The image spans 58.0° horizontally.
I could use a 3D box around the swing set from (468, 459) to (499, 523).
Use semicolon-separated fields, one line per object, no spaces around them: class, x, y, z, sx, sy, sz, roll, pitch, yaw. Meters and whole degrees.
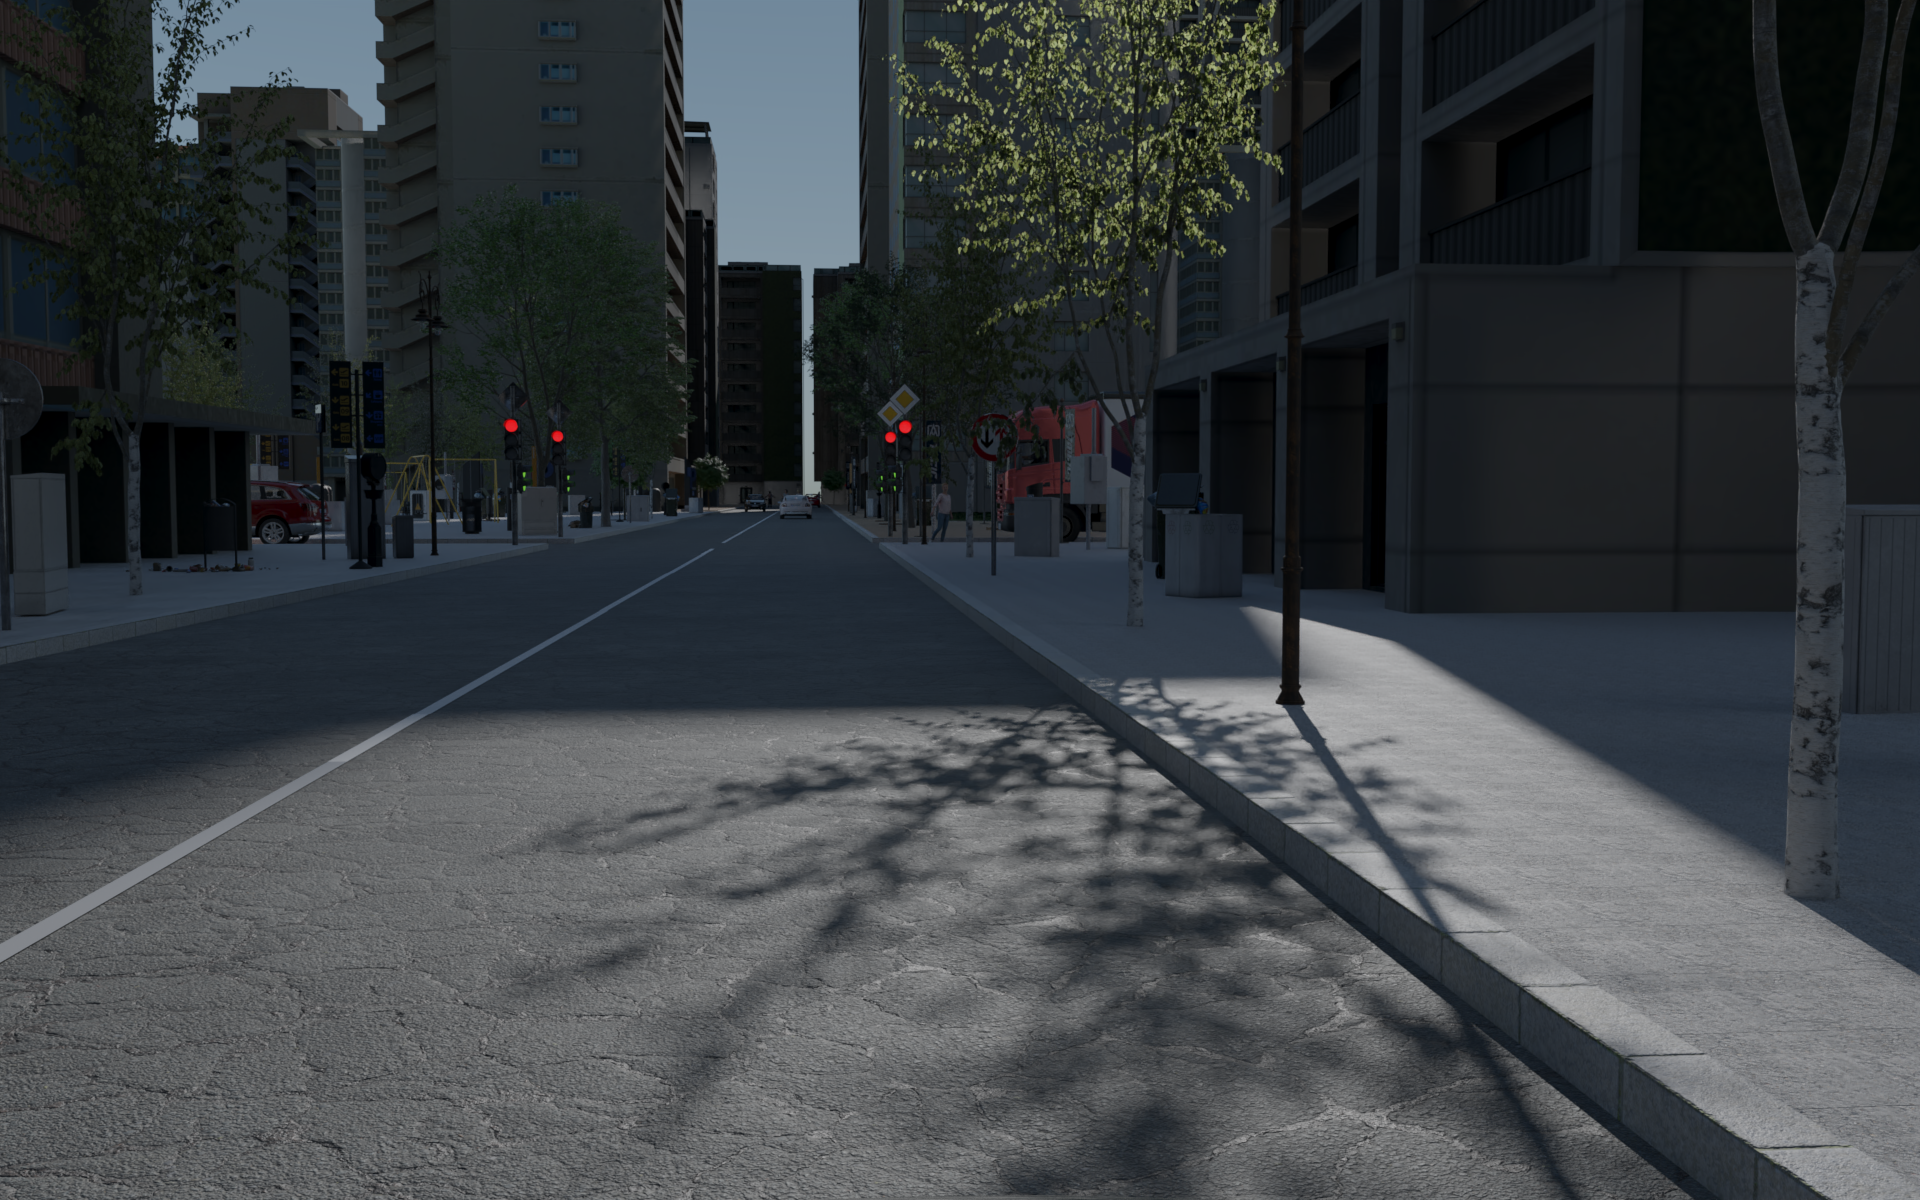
swing set;-21.965;-4.855;76.997;3.119;2.851;2.862;-1;4;-18

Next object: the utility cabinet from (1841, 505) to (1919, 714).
utility cabinet;5.691;0.054;10.276;1.020;1.237;0.306;-1;4;-12

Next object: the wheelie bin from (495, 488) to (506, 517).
wheelie bin;-25.552;-5.390;96.039;0.693;1.594;0.980;-2;4;-35

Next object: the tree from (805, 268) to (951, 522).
tree;-3.540;-9.475;80.669;9.928;11.665;9.643;0;3;0

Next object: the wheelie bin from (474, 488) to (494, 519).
wheelie bin;-24.278;-4.903;88.071;0.693;1.594;0.980;0;4;5

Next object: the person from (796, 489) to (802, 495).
person;-10.365;-6.363;113.210;0.598;1.740;0.731;3;5;43

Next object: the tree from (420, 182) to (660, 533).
tree;-13.805;-8.040;57.205;9.928;11.665;9.643;0;3;0

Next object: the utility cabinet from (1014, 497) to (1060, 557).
utility cabinet;1.585;-1.498;35.661;1.020;1.237;0.306;3;5;44

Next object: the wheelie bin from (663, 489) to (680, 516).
wheelie bin;-16.573;-5.599;99.452;0.980;1.594;0.693;0;4;-5

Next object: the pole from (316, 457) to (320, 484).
pole;-35.379;-6.219;95.530;0.158;3.312;0.155;0;3;0

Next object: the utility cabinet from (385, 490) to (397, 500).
utility cabinet;-29.529;-4.946;89.544;0.318;1.500;1.173;0;4;6

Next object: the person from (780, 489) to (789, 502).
person;-12.251;-6.834;120.586;0.716;1.782;0.532;2;4;32

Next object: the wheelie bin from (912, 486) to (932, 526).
wheelie bin;-1.525;-3.802;70.063;0.980;1.594;0.693;-1;4;-10

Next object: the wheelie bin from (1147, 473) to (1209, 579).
wheelie bin;3.315;-1.122;26.250;0.980;1.594;0.693;1;4;21

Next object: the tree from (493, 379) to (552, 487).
tree;-26.507;-9.552;106.537;4.360;8.622;3.978;0;3;0

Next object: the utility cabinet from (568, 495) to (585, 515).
utility cabinet;-23.451;-5.798;105.952;1.020;1.237;0.306;-3;5;-42

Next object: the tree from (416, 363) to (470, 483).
tree;-30.007;-9.047;98.277;4.360;8.622;3.978;0;3;0

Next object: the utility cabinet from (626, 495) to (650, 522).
utility cabinet;-15.074;-4.276;81.072;1.020;1.237;0.306;0;4;8

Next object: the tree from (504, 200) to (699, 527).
tree;-14.300;-9.146;67.658;7.486;12.596;7.792;0;3;0

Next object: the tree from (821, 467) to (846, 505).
tree;-14.890;-13.493;204.331;4.285;4.588;4.351;0;3;0

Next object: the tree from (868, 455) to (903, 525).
tree;-2.829;-4.788;72.887;1.663;3.219;1.824;0;3;0

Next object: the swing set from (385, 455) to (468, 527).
swing set;-21.852;-4.439;70.191;2.862;2.851;3.119;-2;4;-28

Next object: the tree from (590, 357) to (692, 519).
tree;-16.123;-8.578;90.612;4.737;8.622;4.395;0;3;0

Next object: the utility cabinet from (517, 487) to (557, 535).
utility cabinet;-13.036;-2.739;53.461;1.173;1.500;0.318;-3;4;-39

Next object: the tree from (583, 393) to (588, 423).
tree;-19.273;-9.032;98.030;4.737;8.622;4.395;0;3;0

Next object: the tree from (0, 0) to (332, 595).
tree;-10.437;-4.383;22.022;4.737;8.622;4.395;0;3;0

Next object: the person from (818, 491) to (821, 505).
person;-16.213;-11.639;199.461;0.621;1.740;0.551;-1;4;-17

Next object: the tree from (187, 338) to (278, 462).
tree;-34.166;-8.024;81.560;4.360;8.622;3.978;0;3;0

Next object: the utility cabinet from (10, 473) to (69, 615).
utility cabinet;-9.893;-0.607;18.610;0.318;1.500;1.173;-1;4;-17

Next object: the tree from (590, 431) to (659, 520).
tree;-16.348;-6.182;84.782;4.285;4.588;4.351;0;3;0

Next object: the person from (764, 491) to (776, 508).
person;-20.205;-10.697;184.127;1.217;1.736;0.721;-1;4;-17

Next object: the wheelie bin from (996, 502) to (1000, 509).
wheelie bin;1.856;-3.972;72.848;0.693;1.594;0.980;1;4;13

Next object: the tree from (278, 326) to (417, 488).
tree;-26.628;-7.653;75.488;4.360;8.622;3.978;0;3;0

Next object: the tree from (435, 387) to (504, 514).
tree;-33.138;-10.023;114.244;4.737;8.622;4.395;0;3;0

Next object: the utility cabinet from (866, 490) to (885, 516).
utility cabinet;-4.822;-5.577;99.862;1.173;1.500;0.318;-1;4;-20

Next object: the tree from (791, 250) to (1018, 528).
tree;-1.920;-8.038;65.833;8.767;10.594;7.601;-1;4;-18

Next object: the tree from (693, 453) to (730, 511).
tree;-19.643;-9.259;135.098;4.285;4.588;4.351;0;3;0

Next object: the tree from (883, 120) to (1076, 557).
tree;0.269;-5.185;35.136;4.737;8.622;4.395;0;3;0

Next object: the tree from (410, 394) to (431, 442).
tree;-35.645;-9.618;107.618;4.737;8.622;4.395;0;3;0

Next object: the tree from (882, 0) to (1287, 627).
tree;1.596;-4.062;16.784;4.360;8.622;3.978;0;3;0

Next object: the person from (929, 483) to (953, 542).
person;-0.594;-2.327;47.225;0.598;1.740;0.731;2;4;32

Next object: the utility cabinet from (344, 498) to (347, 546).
utility cabinet;-15.035;-1.970;43.364;0.306;1.237;1.020;0;4;8

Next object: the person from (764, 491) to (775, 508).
person;-20.086;-10.606;182.622;1.217;1.736;0.721;-1;4;-20

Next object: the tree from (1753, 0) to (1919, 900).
tree;2.718;-3.345;5.046;4.360;8.622;3.978;0;3;0
